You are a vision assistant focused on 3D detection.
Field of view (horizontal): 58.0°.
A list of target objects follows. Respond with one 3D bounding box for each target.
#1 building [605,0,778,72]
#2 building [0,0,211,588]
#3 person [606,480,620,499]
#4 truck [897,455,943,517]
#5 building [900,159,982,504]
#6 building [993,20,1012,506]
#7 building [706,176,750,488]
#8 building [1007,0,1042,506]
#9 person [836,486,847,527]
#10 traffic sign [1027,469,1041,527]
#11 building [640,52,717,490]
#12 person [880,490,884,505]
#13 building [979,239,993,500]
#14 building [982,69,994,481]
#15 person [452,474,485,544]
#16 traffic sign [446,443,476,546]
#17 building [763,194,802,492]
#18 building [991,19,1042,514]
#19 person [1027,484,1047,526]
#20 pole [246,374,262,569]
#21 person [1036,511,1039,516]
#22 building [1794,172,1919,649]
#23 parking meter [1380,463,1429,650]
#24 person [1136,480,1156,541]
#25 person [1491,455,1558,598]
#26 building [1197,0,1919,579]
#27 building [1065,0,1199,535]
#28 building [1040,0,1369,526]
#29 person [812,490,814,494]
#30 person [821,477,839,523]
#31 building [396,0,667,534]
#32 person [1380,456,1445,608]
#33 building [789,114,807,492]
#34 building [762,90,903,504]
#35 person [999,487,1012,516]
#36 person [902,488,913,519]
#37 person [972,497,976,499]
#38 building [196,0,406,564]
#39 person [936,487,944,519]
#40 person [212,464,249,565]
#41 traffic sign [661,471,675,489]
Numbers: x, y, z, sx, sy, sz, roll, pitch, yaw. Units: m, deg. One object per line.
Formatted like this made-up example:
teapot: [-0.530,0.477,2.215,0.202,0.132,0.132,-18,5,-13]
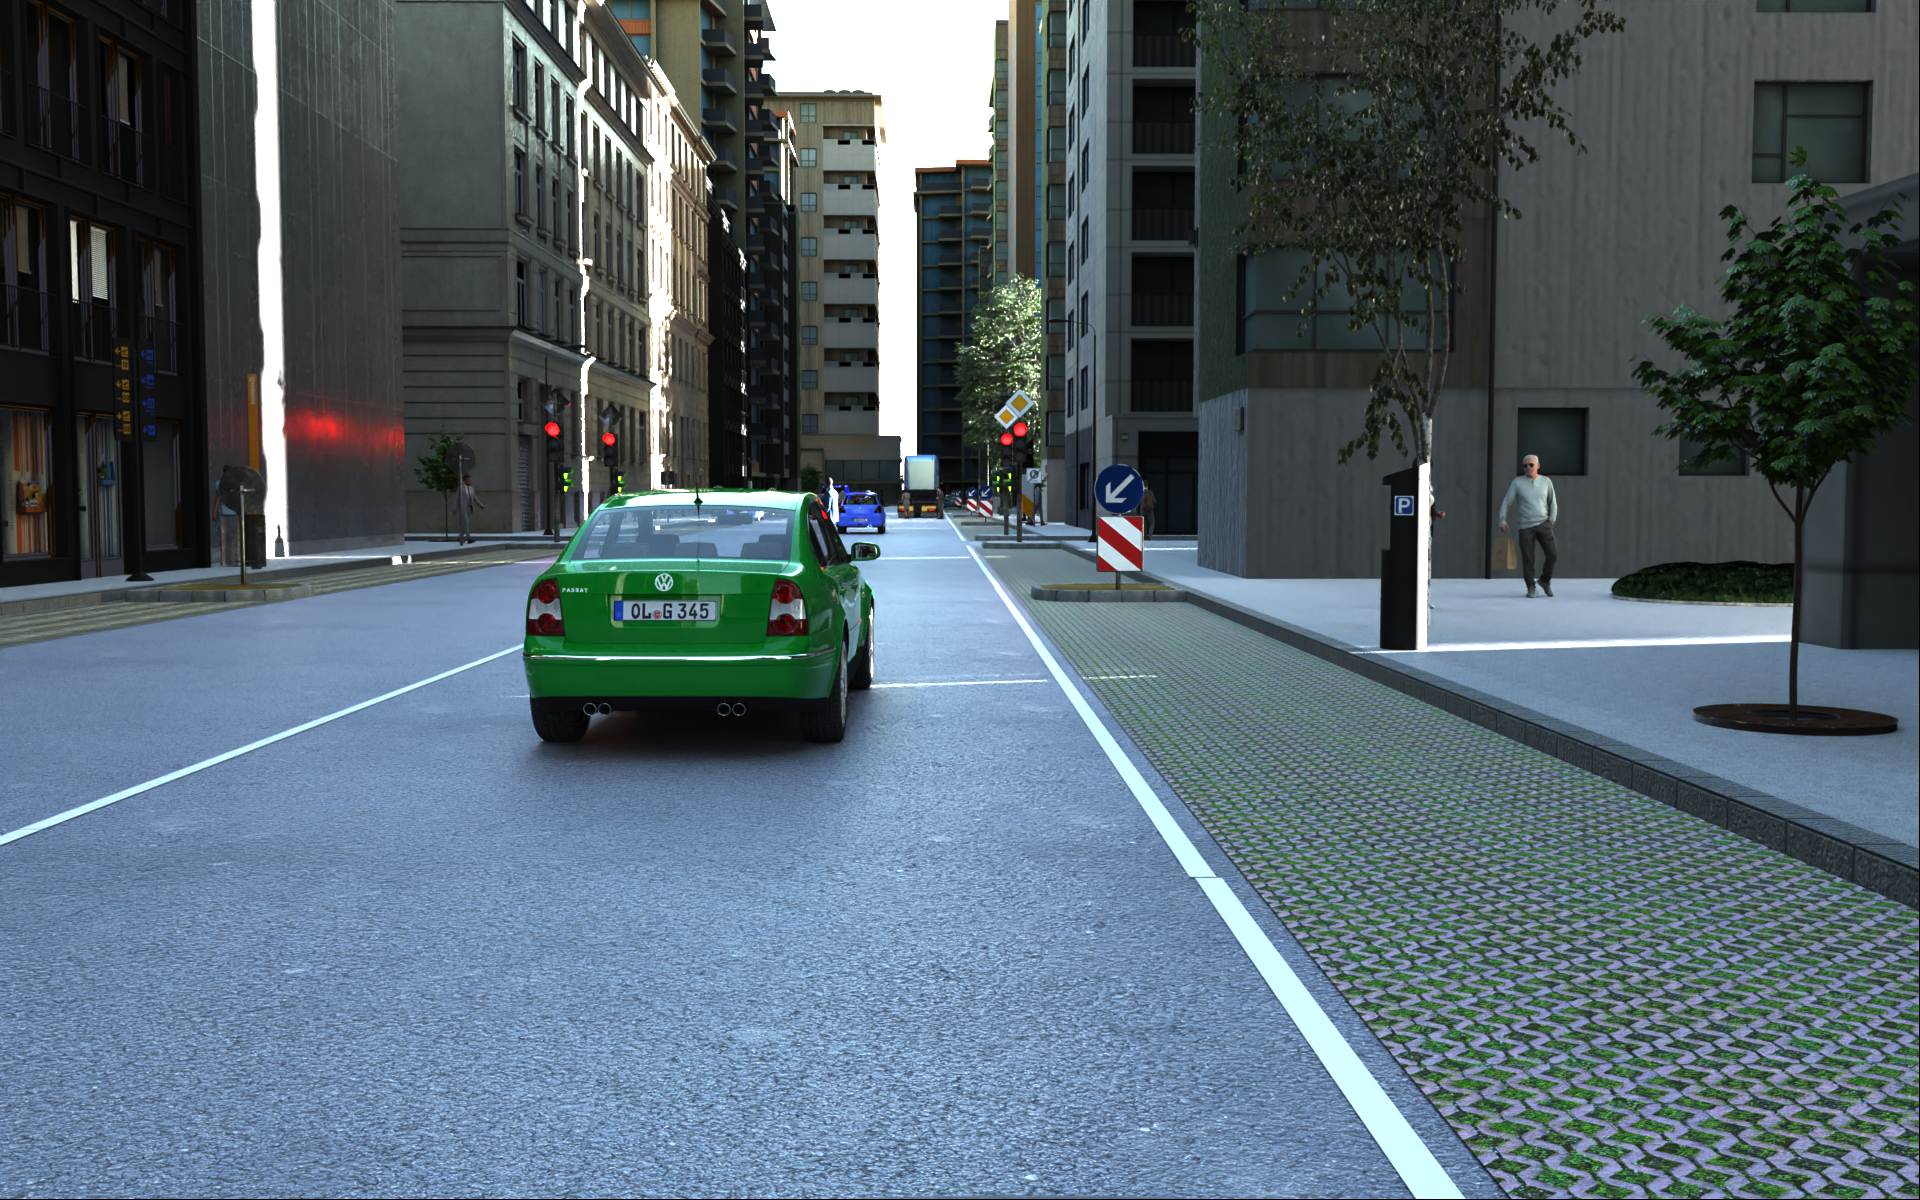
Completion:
building: [-26.740,-29.903,143.539,22.147,44.769,28.867,0,4,-1]
building: [-19.087,-11.734,21.530,12.332,23.373,15.834,0,4,-1]
person: [-12.723,-3.534,64.005,0.709,1.800,0.728,-1,4,-9]
truck: [-2.627,-7.564,113.437,2.967,4.110,18.799,0,4,0]
building: [6.804,-34.861,224.596,28.867,44.769,22.147,0,4,-1]
building: [9.905,-28.749,153.642,14.154,41.232,14.086,0,4,-1]
building: [-21.305,-17.613,117.652,12.332,23.373,15.834,0,4,-1]
building: [11.054,-29.927,139.412,14.600,45.320,14.200,0,4,-1]
person: [-5.022,-3.984,73.908,0.678,1.792,0.850,2,4,27]
traffic sign: [2.925,-4.047,68.303,0.606,2.300,0.079,0,4,7]
building: [-21.308,-18.338,97.097,12.463,27.353,25.104,0,4,-1]
person: [-6.964,-8.976,155.216,0.705,1.831,1.348,0,4,3]
building: [9.095,-26.038,197.425,14.160,30.474,14.107,0,4,-1]
building: [13.999,-31.847,175.319,22.147,44.769,28.867,0,4,-1]
person: [-12.796,-2.359,44.884,0.850,1.792,0.678,2,4,33]
traffic sign: [-12.360,-2.616,42.871,0.768,2.556,0.104,0,4,5]
building: [-22.813,-24.102,165.777,14.160,30.474,14.107,0,4,-1]
building: [18.400,-26.012,117.181,32.217,40.220,23.993,0,4,-1]
person: [3.132,-3.919,70.386,0.850,1.792,0.678,-2,4,-24]
pole: [-12.044,-2.184,29.545,0.158,3.312,0.155,0,3,0]
person: [4.773,-5.822,101.569,0.599,1.781,0.374,2,4,31]
building: [17.631,-34.530,2.814,20.563,71.187,20.611,0,4,-1]
parking meter: [3.680,-0.363,14.344,0.372,1.533,0.369,0,3,0]
person: [5.320,-2.516,49.608,0.622,1.834,0.822,1,4,16]
person: [7.015,-0.916,21.503,0.782,1.767,0.515,0,4,7]
building: [11.230,-15.936,32.260,14.160,30.474,14.107,0,4,-1]
building: [14.796,-38.116,61.448,20.611,71.187,20.563,0,4,-1]
building: [10.828,-19.109,84.137,14.160,30.474,14.107,0,4,-1]
person: [-15.809,-11.047,186.599,0.705,1.831,1.348,0,4,6]
person: [-2.897,-1.815,38.358,0.419,1.800,0.721,0,4,6]
building: [-22.055,-14.459,69.684,16.112,22.955,30.059,0,4,-1]
person: [5.105,-0.771,19.482,0.563,1.720,0.643,-3,4,-38]
building: [-31.104,-32.877,192.157,28.867,44.769,22.147,0,4,-1]
building: [-21.415,-38.966,226.333,27.495,52.752,28.713,0,4,-1]
person: [2.737,-5.895,102.635,0.699,1.804,1.509,2,4,30]
person: [-3.081,-5.618,100.715,0.716,1.782,0.532,-2,4,-24]
person: [1.306,-9.280,161.004,0.421,1.427,0.697,0,4,-3]
building: [-28.807,-13.348,37.315,30.058,24.678,14.314,0,4,-1]
person: [-1.168,-5.533,98.768,0.447,1.846,0.655,-2,4,-23]
person: [-13.081,-1.525,31.064,0.616,1.811,0.778,-1,4,-14]
traffic sign: [-12.940,-4.563,76.732,0.606,2.300,0.079,0,4,3]
